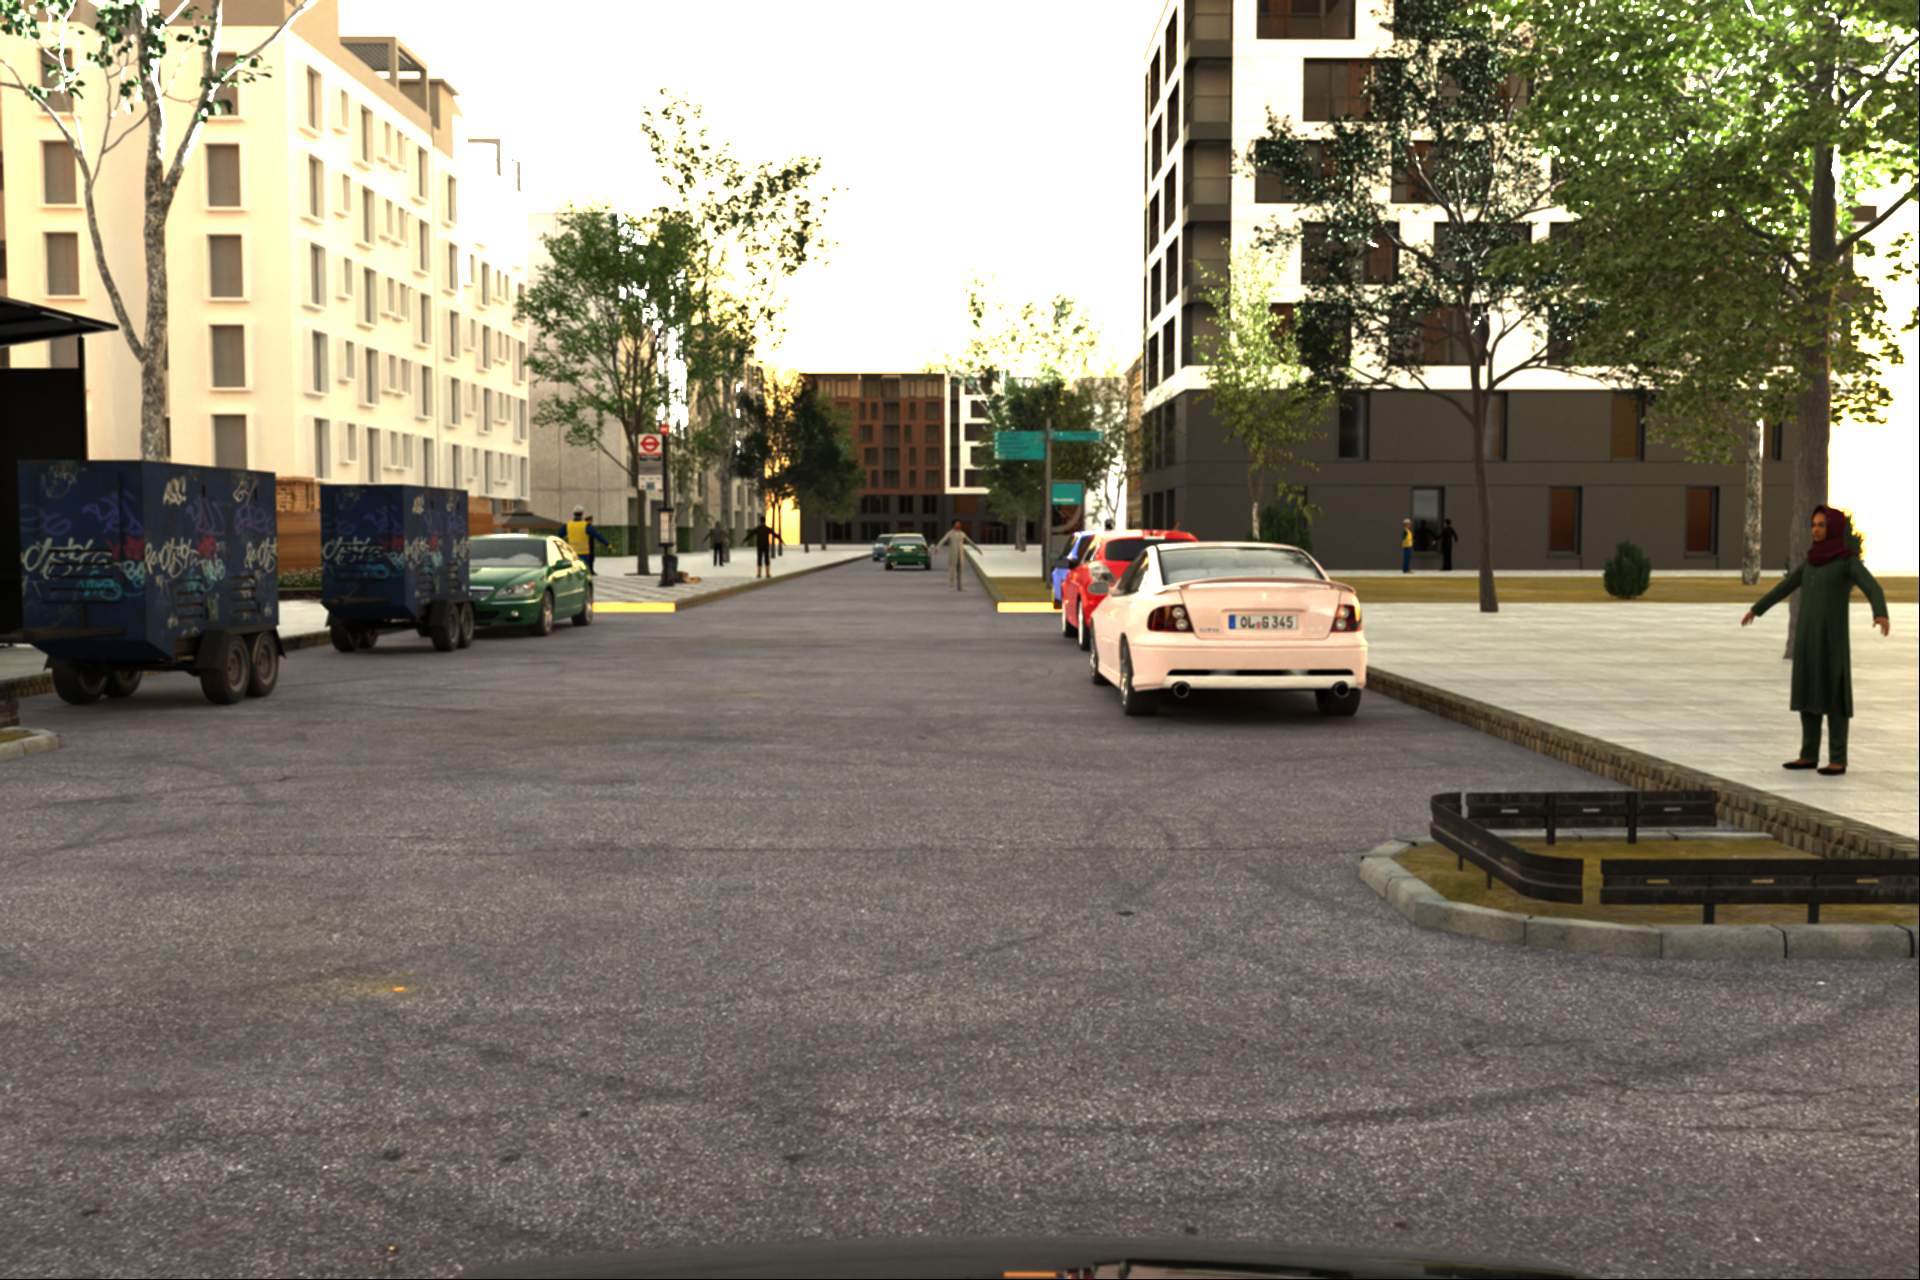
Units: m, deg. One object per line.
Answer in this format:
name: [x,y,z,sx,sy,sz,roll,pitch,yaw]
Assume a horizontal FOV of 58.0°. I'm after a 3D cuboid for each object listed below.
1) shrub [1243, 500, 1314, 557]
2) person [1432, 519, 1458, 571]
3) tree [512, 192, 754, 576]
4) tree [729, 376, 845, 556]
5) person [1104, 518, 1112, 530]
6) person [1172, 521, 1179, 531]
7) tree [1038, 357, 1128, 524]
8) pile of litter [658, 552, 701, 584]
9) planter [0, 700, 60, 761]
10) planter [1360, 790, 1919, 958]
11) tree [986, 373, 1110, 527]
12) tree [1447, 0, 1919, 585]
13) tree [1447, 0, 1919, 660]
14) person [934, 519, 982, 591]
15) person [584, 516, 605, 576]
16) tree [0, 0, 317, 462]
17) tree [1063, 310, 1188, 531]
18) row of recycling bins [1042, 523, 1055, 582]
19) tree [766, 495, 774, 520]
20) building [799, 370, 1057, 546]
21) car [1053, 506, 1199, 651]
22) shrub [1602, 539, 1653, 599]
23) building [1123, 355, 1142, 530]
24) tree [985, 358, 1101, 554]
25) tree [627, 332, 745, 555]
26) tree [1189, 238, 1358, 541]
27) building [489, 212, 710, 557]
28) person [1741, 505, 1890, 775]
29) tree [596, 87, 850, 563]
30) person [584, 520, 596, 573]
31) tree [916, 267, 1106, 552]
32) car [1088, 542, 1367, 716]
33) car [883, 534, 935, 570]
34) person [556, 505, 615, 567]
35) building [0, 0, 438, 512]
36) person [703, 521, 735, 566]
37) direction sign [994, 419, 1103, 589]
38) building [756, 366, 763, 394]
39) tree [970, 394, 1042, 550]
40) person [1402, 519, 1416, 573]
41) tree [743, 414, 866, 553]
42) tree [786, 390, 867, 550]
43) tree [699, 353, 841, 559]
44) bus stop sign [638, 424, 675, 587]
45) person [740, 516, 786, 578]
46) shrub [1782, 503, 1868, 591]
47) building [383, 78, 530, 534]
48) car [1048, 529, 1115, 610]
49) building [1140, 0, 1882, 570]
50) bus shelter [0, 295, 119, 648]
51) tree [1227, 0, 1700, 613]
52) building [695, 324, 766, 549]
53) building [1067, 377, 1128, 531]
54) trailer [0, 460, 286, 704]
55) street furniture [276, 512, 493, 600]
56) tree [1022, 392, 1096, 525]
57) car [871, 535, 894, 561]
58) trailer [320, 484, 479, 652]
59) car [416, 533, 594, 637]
shrub: [6.809,-2.015,37.363,1.690,2.028,1.600,0,3,0]
person: [16.997,-3.322,60.498,1.347,1.806,0.705,-3,4,-37]
tree: [-9.994,-7.820,53.606,9.928,11.665,9.643,0,3,0]
tree: [-10.348,-10.201,101.198,8.767,10.594,7.601,2,4,24]
person: [5.426,-3.539,63.626,1.354,1.858,0.705,-3,5,-43]
person: [7.551,-3.244,59.842,0.721,1.733,1.217,3,4,37]
tree: [4.905,-7.487,72.774,4.737,8.622,4.395,0,3,0]
pile of litter: [-7.368,-1.924,45.430,1.176,0.858,1.719,0,4,1]
planter: [-7.038,0.611,11.144,1.991,0.319,1.994,0,4,0]
planter: [2.662,0.875,6.838,1.991,0.319,1.994,0,4,-1]
tree: [5.160,-10.086,99.315,7.601,10.594,8.767,-1,4,-15]
tree: [18.973,-11.530,44.413,12.611,20.169,13.585,0,3,0]
tree: [8.622,-6.044,16.953,7.486,12.596,7.792,0,3,0]
person: [-0.078,-2.128,43.437,1.347,1.806,0.705,-2,4,-27]
person: [-11.417,-2.906,53.450,0.705,1.837,1.347,1,4,20]
tree: [-12.329,-10.536,28.148,12.611,20.169,13.585,0,3,0]
tree: [4.973,-6.563,57.674,4.360,8.622,3.978,0,3,0]
row of recycling bins: [2.735,-2.457,47.288,1.069,1.692,3.534,0,4,-1]
tree: [-25.743,-16.876,226.276,4.737,8.622,4.395,0,3,0]
building: [-3.841,-23.339,228.029,32.646,21.610,27.936,0,4,1]
car: [2.338,-0.840,22.781,2.155,1.783,4.494,0,4,-1]
shrub: [13.155,-1.410,34.178,1.383,1.207,1.383,0,3,0]
building: [24.981,-19.767,154.124,19.493,23.208,18.063,0,4,0]
tree: [5.468,-11.822,111.424,7.486,12.596,7.792,0,3,0]
tree: [-10.702,-6.941,63.851,4.360,8.622,3.978,0,3,0]
tree: [7.479,-5.661,42.926,4.737,8.622,4.395,0,3,0]
building: [-26.922,-14.963,111.104,16.747,18.905,31.486,0,4,0]
person: [4.598,-0.006,9.313,0.599,1.438,0.989,-1,4,-18]
tree: [-11.873,-13.490,76.451,12.611,20.169,13.585,0,3,0]
person: [-12.171,-3.092,56.688,1.347,1.817,0.704,1,4,14]
tree: [3.146,-16.430,124.521,12.611,20.169,13.585,0,3,0]
car: [2.195,-0.163,15.033,2.083,1.381,4.827,0,4,-1]
car: [-2.078,-3.562,70.033,2.131,1.459,4.920,0,4,-1]
person: [-7.303,-1.668,33.241,1.349,1.833,0.705,0,4,5]
building: [-25.877,-12.239,56.523,16.016,20.090,11.380,0,4,-1]
person: [-9.729,-3.890,69.728,1.348,1.813,0.705,1,4,14]
direction sign: [2.069,-3.108,39.581,2.525,3.948,1.411,0,4,-2]
building: [-26.948,-20.002,183.452,16.016,20.090,11.380,0,4,-1]
tree: [4.682,-13.445,137.947,7.486,12.596,7.792,0,3,0]
person: [14.746,-3.078,56.795,0.721,1.772,1.216,2,4,29]
tree: [-10.611,-11.276,118.776,8.767,10.594,7.601,-1,4,-23]
tree: [-11.110,-13.384,136.959,7.486,12.596,7.792,0,3,0]
tree: [-9.909,-9.524,90.129,8.767,10.594,7.601,1,4,13]
bus stop sign: [-7.403,-3.274,42.237,0.855,3.939,0.416,0,4,1]
person: [-5.815,-2.756,51.206,1.346,1.812,0.704,0,4,-5]
shrub: [17.715,-1.899,35.465,1.690,2.028,1.600,0,3,0]
building: [-26.346,-13.264,73.279,16.016,20.090,11.380,0,4,-1]
car: [2.608,-1.352,31.692,1.945,1.707,3.694,0,4,-1]
building: [21.783,-14.273,77.335,27.936,21.610,32.646,0,4,0]
bus shelter: [-10.301,-1.543,16.507,1.731,3.624,6.357,0,4,0]
tree: [8.413,-5.744,28.323,7.601,10.594,8.767,2,4,32]
building: [-28.447,-18.065,161.813,16.747,18.905,31.486,0,4,1]
building: [21.379,-20.590,203.100,16.747,18.905,31.486,0,3,0]
trailer: [-6.795,-0.434,14.151,1.471,1.999,3.904,0,4,0]
street furniture: [-14.155,-1.807,36.399,9.812,1.723,11.010,-3,4,-38]
tree: [4.930,-8.543,90.047,4.360,8.622,3.978,0,3,0]
car: [-3.746,-4.955,93.010,2.014,1.417,4.499,0,4,0]
trailer: [-6.880,-0.834,20.689,1.471,1.999,3.904,0,4,0]
car: [-6.689,-0.852,25.725,2.131,1.459,4.920,0,4,-1]
